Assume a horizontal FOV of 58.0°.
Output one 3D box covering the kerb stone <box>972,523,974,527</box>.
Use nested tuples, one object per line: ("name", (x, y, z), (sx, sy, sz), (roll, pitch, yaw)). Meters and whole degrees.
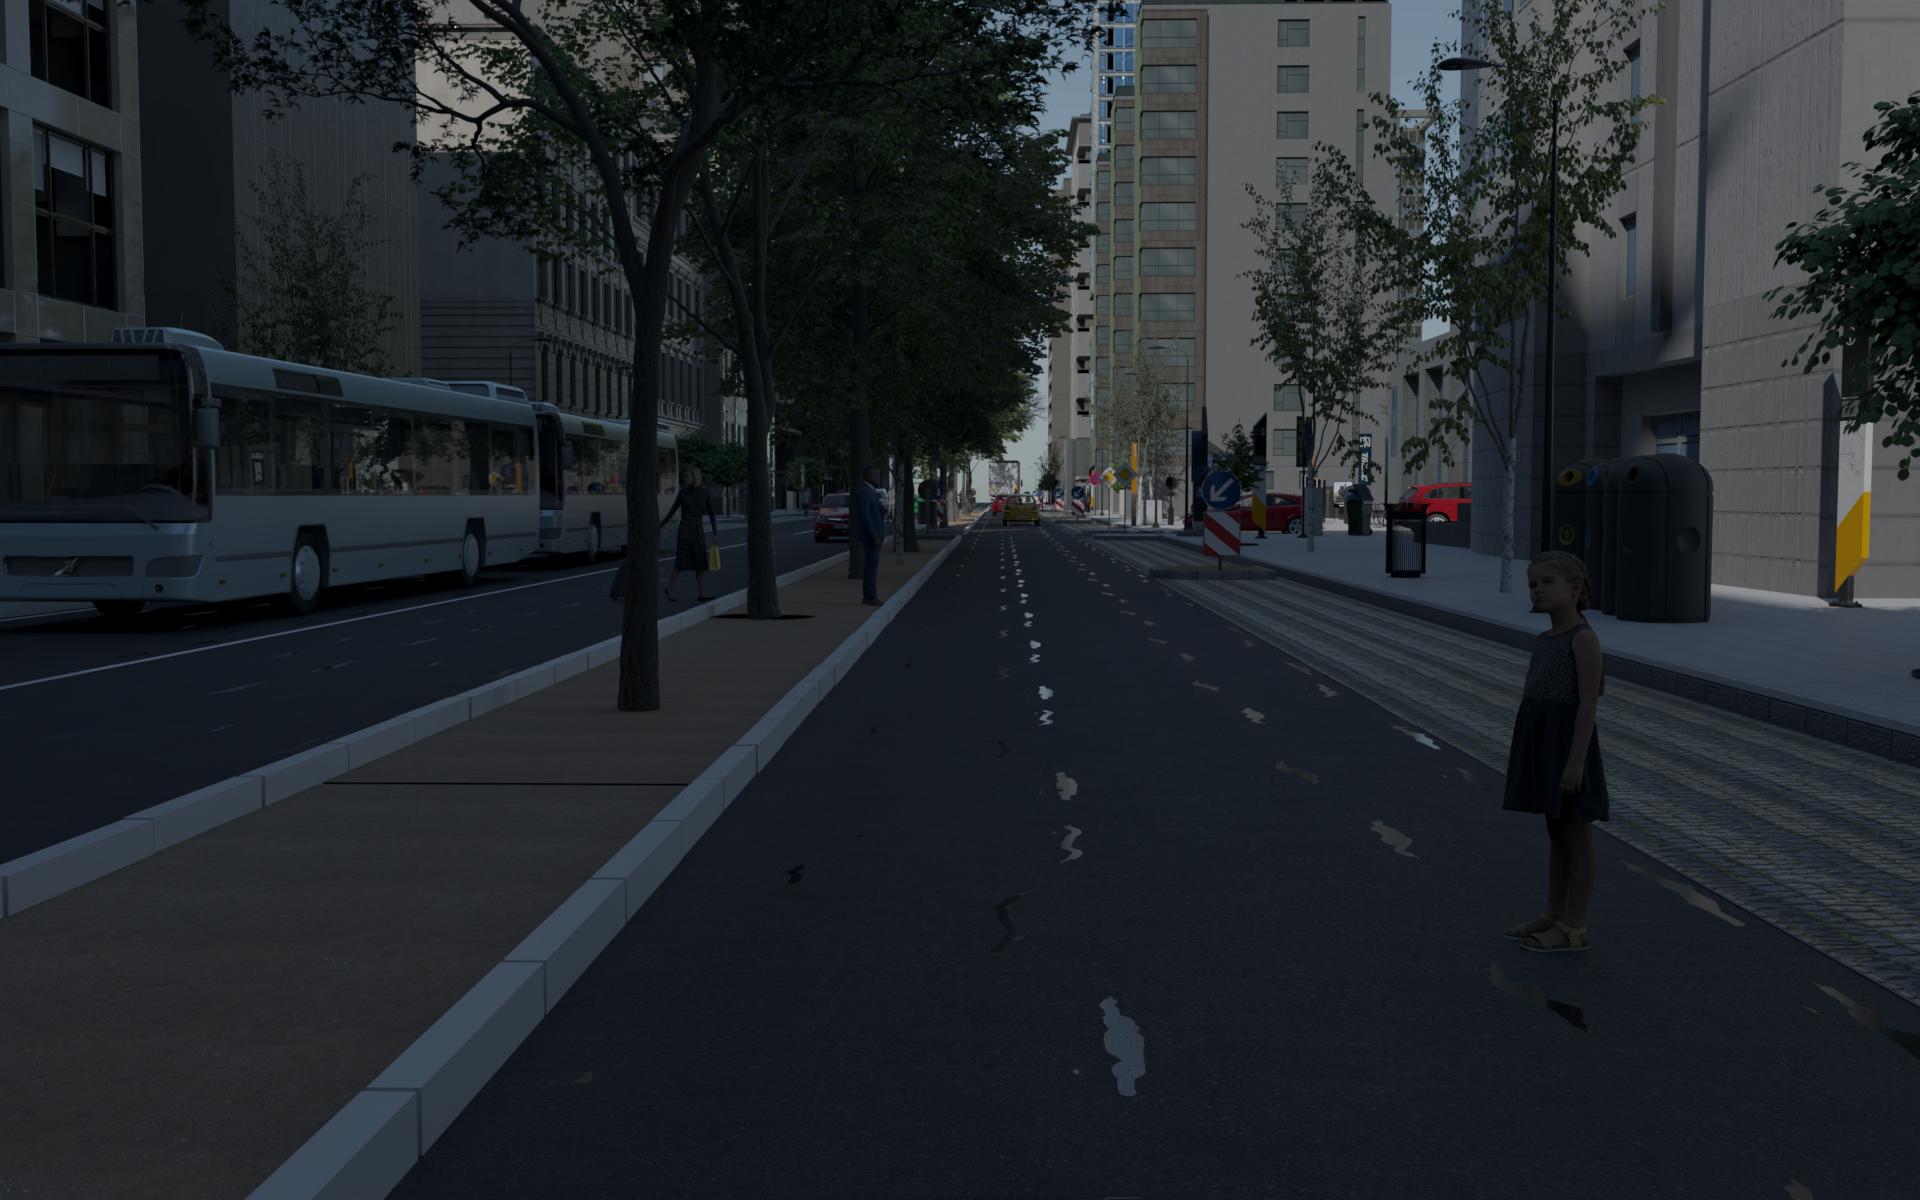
("kerb stone", (0.387, -2.946, 70.380), (0.120, 0.150, 1.000), (0, 4, 1))

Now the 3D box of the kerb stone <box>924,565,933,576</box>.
("kerb stone", (-0.589, -0.470, 29.885), (0.120, 0.150, 1.000), (0, 4, 1))

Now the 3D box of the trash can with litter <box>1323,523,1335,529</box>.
("trash can with litter", (12.508, -3.203, 63.429), (2.233, 1.210, 1.678), (2, 4, 23))

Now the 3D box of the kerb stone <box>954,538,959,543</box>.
("kerb stone", (-0.173, -1.536, 47.318), (0.120, 0.150, 1.000), (0, 4, 1))

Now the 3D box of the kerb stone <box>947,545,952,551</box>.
("kerb stone", (-0.317, -1.160, 41.165), (0.120, 0.150, 1.000), (0, 4, 1))

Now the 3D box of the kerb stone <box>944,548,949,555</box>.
("kerb stone", (-0.375, -1.032, 39.113), (0.120, 0.150, 1.000), (0, 4, 1))

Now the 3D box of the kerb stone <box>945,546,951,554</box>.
("kerb stone", (-0.350, -1.097, 40.135), (0.120, 0.150, 1.000), (0, 4, 1))

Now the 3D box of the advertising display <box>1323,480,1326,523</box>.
("advertising display", (16.293, -4.419, 77.463), (0.123, 1.923, 0.974), (1, 4, 12))

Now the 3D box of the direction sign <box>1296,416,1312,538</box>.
("direction sign", (10.041, -3.583, 50.573), (0.379, 3.537, 0.876), (3, 5, 41))

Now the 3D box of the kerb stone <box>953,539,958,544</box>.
("kerb stone", (-0.199, -1.474, 46.296), (0.120, 0.150, 1.000), (0, 4, 1))

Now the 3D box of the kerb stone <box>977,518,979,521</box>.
("kerb stone", (0.727, -3.822, 84.714), (0.120, 0.150, 1.000), (0, 4, 1))

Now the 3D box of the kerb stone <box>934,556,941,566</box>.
("kerb stone", (-0.492, -0.720, 33.995), (0.120, 0.150, 1.000), (0, 4, 1))

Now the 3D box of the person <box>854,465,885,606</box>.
("person", (-1.152, -0.832, 22.292), (0.419, 1.800, 0.721), (0, 4, -5))

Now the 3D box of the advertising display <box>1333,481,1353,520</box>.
("advertising display", (19.000, -4.936, 85.921), (0.974, 1.923, 0.123), (1, 4, 22))

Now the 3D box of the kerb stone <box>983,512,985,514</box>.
("kerb stone", (1.328, -5.326, 109.316), (0.120, 0.150, 1.000), (0, 4, 1))

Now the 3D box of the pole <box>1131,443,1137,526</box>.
("pole", (6.979, -4.624, 69.449), (0.158, 3.312, 0.155), (0, 3, 0))

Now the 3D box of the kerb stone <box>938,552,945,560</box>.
("kerb stone", (-0.446, -0.847, 36.047), (0.120, 0.150, 1.000), (0, 4, 1))

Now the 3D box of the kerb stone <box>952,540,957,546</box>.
("kerb stone", (-0.222, -1.411, 45.267), (0.120, 0.150, 1.000), (0, 4, 1))

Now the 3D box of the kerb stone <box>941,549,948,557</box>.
("kerb stone", (-0.388, -0.967, 38.091), (0.120, 0.150, 1.000), (0, 4, 1))

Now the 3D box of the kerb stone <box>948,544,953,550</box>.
("kerb stone", (-0.296, -1.220, 42.187), (0.120, 0.150, 1.000), (0, 4, 1))

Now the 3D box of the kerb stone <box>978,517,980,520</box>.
("kerb stone", (0.806, -4.010, 87.806), (0.120, 0.150, 1.000), (0, 4, 1))

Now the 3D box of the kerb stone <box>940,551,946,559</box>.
("kerb stone", (-0.427, -0.907, 37.069), (0.120, 0.150, 1.000), (0, 4, 1))

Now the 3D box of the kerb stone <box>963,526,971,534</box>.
("kerb stone", (0.255, -2.627, 65.253), (0.120, 0.150, 1.000), (0, 4, 1))

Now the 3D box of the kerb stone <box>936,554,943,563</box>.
("kerb stone", (-0.463, -0.784, 35.021), (0.120, 0.150, 1.000), (0, 4, 1))

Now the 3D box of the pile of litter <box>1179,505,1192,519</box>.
("pile of litter", (12.073, -4.680, 90.483), (1.176, 0.858, 1.719), (0, 4, -7))

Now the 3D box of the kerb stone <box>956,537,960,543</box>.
("kerb stone", (-0.143, -1.599, 48.340), (0.120, 0.150, 1.000), (0, 4, 1))

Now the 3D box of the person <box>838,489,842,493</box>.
("person", (-7.425, -5.914, 105.557), (0.716, 1.782, 0.532), (-1, 4, -22))

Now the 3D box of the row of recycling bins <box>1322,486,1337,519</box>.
("row of recycling bins", (19.784, -5.216, 92.388), (1.069, 1.692, 3.534), (0, 4, -1))

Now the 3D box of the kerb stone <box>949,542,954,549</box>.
("kerb stone", (-0.277, -1.284, 43.219), (0.120, 0.150, 1.000), (0, 4, 1))

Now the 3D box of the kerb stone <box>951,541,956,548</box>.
("kerb stone", (-0.246, -1.349, 44.245), (0.120, 0.150, 1.000), (0, 4, 1))

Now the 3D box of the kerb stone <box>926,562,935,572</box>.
("kerb stone", (-0.565, -0.533, 30.913), (0.120, 0.150, 1.000), (0, 4, 1))

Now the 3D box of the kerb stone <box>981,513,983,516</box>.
("kerb stone", (1.154, -4.890, 102.148), (0.120, 0.150, 1.000), (0, 4, 1))

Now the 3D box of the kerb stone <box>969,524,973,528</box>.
("kerb stone", (0.335, -2.818, 68.321), (0.120, 0.150, 1.000), (0, 4, 1))

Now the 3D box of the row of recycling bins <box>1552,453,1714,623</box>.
("row of recycling bins", (7.294, -0.719, 18.861), (1.069, 1.692, 3.534), (0, 4, 6))

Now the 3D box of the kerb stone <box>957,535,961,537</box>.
("kerb stone", (-0.100, -1.724, 50.385), (0.120, 0.150, 1.000), (0, 4, 1))

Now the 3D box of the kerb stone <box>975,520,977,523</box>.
("kerb stone", (0.582, -3.448, 78.576), (0.120, 0.150, 1.000), (0, 4, 1))

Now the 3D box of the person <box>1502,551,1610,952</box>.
("person", (1.874, 0.471, 5.464), (0.373, 1.253, 0.362), (0, 4, -7))

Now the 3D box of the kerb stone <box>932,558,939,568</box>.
("kerb stone", (-0.518, -0.659, 32.965), (0.120, 0.150, 1.000), (0, 4, 1))

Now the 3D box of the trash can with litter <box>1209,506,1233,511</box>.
("trash can with litter", (7.252, -2.261, 48.352), (0.624, 1.170, 1.055), (0, 4, -4))

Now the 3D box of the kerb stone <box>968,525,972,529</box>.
("kerb stone", (0.284, -2.696, 66.274), (0.120, 0.150, 1.000), (0, 4, 1))

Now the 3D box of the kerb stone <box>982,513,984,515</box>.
("kerb stone", (1.207, -5.015, 104.194), (0.120, 0.150, 1.000), (0, 4, 1))

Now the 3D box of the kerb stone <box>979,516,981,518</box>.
("kerb stone", (0.887, -4.199, 90.881), (0.120, 0.150, 1.000), (0, 4, 1))

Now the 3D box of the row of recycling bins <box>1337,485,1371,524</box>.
("row of recycling bins", (17.004, -4.114, 74.382), (1.069, 1.692, 3.534), (0, 4, 8))

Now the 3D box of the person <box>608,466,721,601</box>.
("person", (-3.926, -0.892, 23.303), (1.509, 1.804, 0.699), (2, 4, 26))

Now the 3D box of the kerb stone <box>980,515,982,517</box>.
("kerb stone", (1.005, -4.513, 96.011), (0.120, 0.150, 1.000), (0, 4, 1))

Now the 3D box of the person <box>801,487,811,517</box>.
("person", (-9.512, -6.054, 107.324), (0.795, 1.843, 0.661), (3, 5, 42))

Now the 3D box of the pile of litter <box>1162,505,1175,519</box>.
("pile of litter", (10.474, -4.598, 89.142), (1.176, 0.858, 1.719), (1, 4, 9))

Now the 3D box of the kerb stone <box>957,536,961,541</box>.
("kerb stone", (-0.128, -1.662, 49.362), (0.120, 0.150, 1.000), (0, 4, 1))

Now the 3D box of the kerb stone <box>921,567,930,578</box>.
("kerb stone", (-0.616, -0.404, 28.857), (0.120, 0.150, 1.000), (0, 4, 1))

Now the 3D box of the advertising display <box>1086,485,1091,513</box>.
("advertising display", (8.700, -6.865, 117.449), (0.123, 1.923, 0.974), (-1, 4, -11))

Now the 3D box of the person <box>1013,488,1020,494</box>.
("person", (3.943, -6.812, 119.843), (0.580, 1.828, 0.573), (2, 4, 25))

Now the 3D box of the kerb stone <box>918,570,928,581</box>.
("kerb stone", (-0.638, -0.341, 27.835), (0.120, 0.150, 1.000), (0, 4, 1))

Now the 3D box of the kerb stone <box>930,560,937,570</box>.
("kerb stone", (-0.550, -0.593, 31.935), (0.120, 0.150, 1.000), (0, 4, 1))

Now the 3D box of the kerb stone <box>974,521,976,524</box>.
("kerb stone", (0.508, -3.261, 75.506), (0.120, 0.150, 1.000), (0, 4, 1))

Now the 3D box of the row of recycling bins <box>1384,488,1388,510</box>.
("row of recycling bins", (30.179, -7.051, 122.392), (1.069, 1.692, 3.534), (1, 4, 10))
